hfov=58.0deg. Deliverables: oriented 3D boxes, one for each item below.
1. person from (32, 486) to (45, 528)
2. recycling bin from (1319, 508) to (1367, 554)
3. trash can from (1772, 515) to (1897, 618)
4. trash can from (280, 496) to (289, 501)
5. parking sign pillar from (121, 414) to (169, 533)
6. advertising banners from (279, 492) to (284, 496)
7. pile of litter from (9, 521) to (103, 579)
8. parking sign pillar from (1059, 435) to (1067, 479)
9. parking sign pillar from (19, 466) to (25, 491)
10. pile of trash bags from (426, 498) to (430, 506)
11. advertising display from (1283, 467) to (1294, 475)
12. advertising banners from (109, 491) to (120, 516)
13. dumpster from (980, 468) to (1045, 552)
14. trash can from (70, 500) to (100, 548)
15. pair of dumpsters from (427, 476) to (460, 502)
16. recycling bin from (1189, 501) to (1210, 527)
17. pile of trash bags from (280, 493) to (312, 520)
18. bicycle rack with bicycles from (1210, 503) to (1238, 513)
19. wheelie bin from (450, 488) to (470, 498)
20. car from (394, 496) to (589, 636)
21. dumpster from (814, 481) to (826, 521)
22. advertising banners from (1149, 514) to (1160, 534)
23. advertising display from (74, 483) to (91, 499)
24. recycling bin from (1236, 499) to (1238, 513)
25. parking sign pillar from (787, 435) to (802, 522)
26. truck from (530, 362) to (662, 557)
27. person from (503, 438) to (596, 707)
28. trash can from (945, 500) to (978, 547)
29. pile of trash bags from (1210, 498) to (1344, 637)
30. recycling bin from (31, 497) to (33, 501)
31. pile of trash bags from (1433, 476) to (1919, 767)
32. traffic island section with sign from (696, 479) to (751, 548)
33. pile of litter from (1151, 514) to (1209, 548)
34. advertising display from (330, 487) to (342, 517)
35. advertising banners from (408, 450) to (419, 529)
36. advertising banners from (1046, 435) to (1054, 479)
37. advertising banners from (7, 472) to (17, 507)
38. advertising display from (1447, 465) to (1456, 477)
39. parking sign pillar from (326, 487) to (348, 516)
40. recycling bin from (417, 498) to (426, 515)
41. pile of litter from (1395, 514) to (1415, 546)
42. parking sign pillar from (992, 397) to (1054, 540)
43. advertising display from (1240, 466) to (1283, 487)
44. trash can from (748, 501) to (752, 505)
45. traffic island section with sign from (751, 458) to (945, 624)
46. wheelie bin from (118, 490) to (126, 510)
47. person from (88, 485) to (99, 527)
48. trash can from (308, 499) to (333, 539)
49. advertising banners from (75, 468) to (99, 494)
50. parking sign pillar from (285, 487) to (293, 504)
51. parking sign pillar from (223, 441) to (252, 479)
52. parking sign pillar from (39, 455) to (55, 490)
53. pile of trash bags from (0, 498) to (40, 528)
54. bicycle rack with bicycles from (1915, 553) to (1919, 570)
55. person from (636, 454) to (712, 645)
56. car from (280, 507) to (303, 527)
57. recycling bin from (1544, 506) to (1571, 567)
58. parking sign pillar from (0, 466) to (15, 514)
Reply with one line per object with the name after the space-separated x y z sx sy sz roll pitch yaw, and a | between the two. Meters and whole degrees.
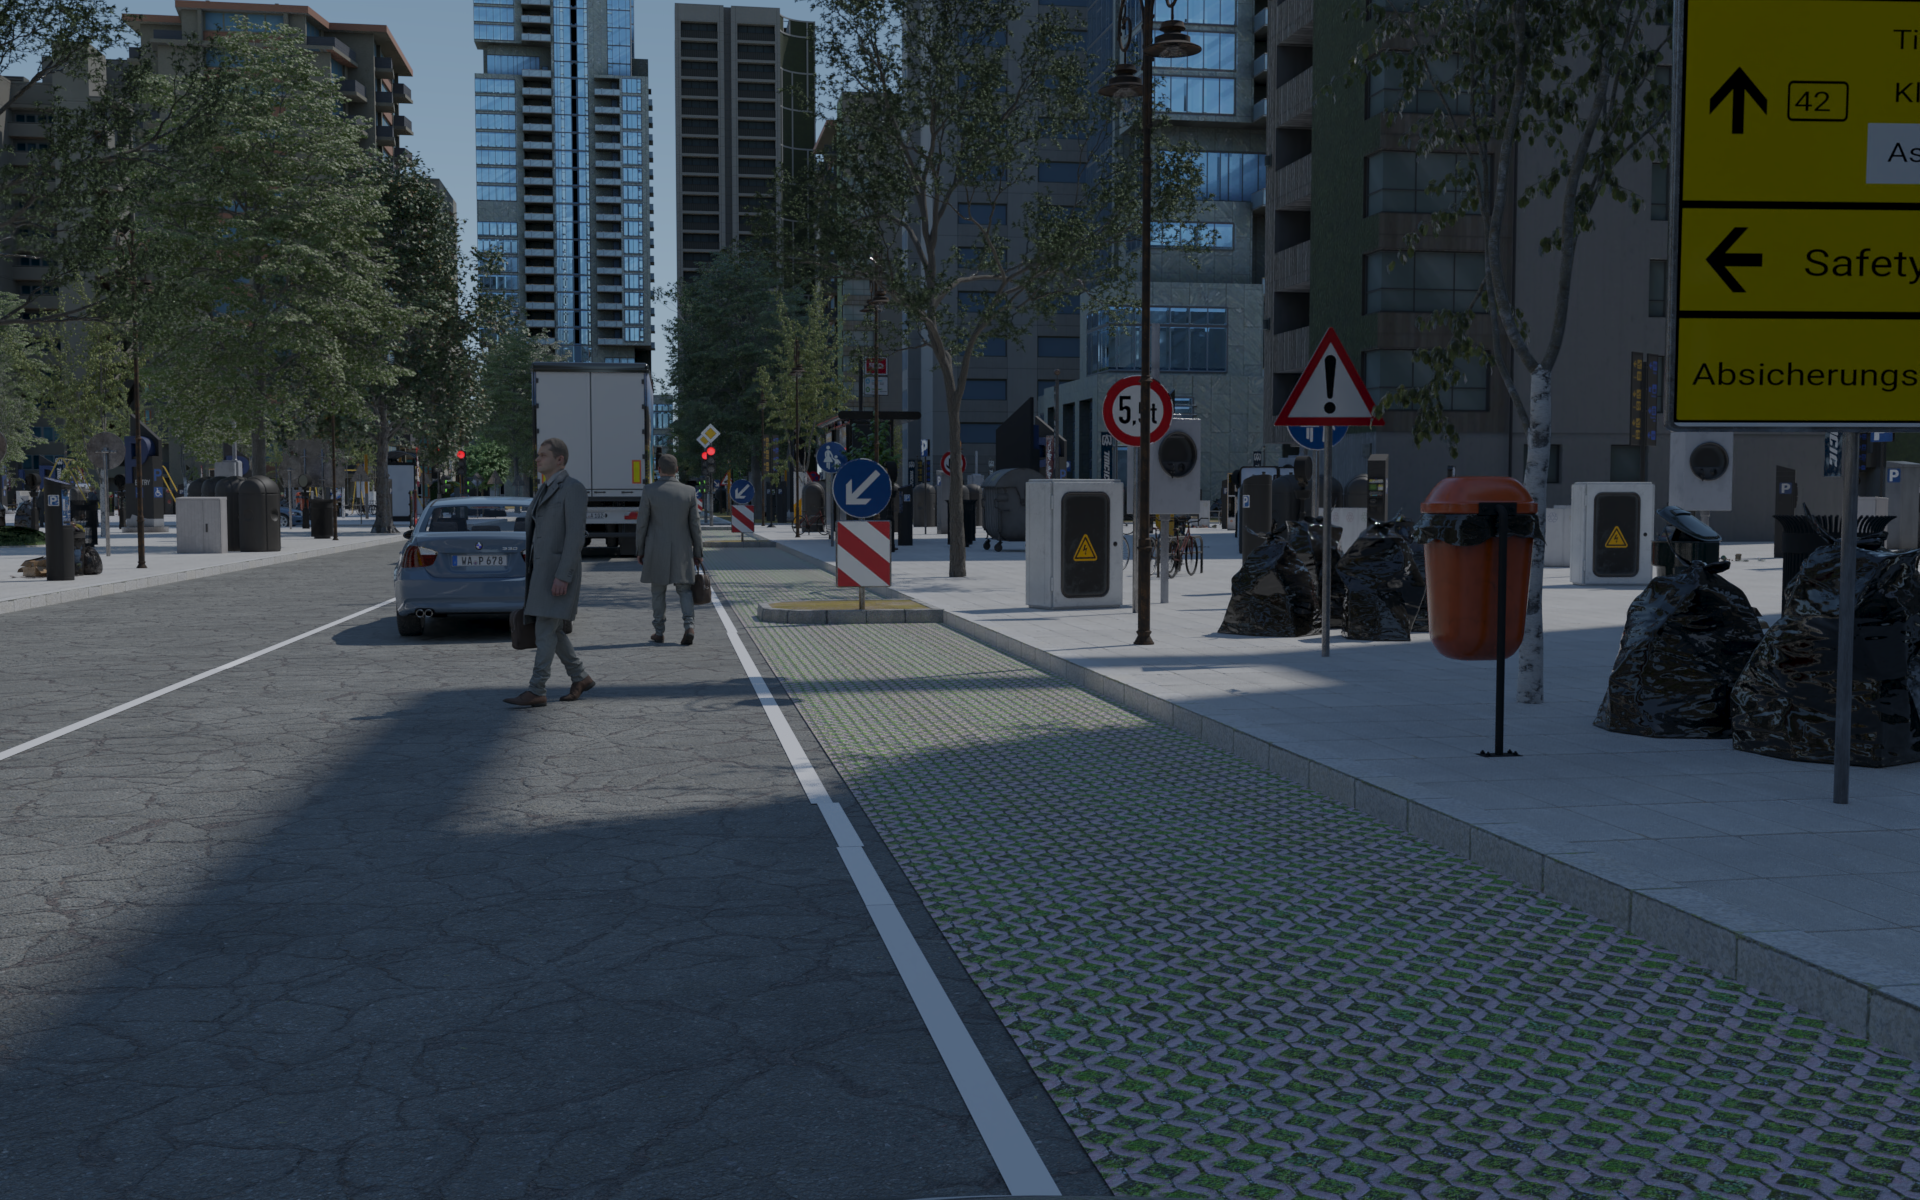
-36.362 -3.678 68.411 0.659 1.850 0.755 0 4 2 | person
7.068 -1.180 31.846 0.722 1.027 0.722 -2 4 -28 | recycling bin
5.849 0.001 11.630 0.748 1.137 0.748 0 3 0 | trash can
-45.132 -6.362 115.664 0.748 1.137 0.748 0 3 0 | trash can
-27.292 -4.247 57.911 1.447 3.967 1.447 2 4 24 | parking sign pillar
-52.772 -8.559 136.135 0.090 3.025 2.074 1 4 21 | advertising banners
-14.176 -0.804 27.105 1.176 0.858 1.719 1 4 19 | pile of litter
3.029 -4.340 59.433 1.447 3.967 1.447 3 5 42 | parking sign pillar
-74.447 -9.101 137.278 1.447 3.967 1.447 -1 4 -19 | parking sign pillar
-37.809 -6.750 120.118 3.447 1.369 1.912 -1 4 -13 | pile of trash bags
7.647 -2.173 40.743 0.974 1.923 0.123 -1 4 -11 | advertising display
-49.069 -6.424 101.217 0.090 3.025 2.074 1 4 20 | advertising banners
1.235 -2.036 39.050 1.264 1.857 1.865 -1 4 -10 | dumpster
-21.031 -1.829 41.551 0.748 1.137 0.748 0 3 0 | trash can
-26.499 -5.314 89.376 1.574 2.255 4.437 -1 4 -10 | pair of dumpsters
9.288 -3.353 67.373 0.722 1.027 0.722 0 4 -5 | recycling bin
-38.595 -5.381 97.732 3.447 1.369 1.912 -3 5 -45 | pile of trash bags
11.317 -3.507 70.722 2.852 0.926 2.925 -1 4 -10 | bicycle rack with bicycles
-24.482 -4.709 84.897 0.980 1.594 0.693 -1 4 -18 | wheelie bin
-5.090 -0.423 18.920 2.014 1.417 4.499 -1 4 -11 | car
-6.397 -4.413 77.908 1.264 1.857 1.865 -1 4 -10 | dumpster
6.611 -3.645 55.779 0.090 3.025 2.074 -3 5 -44 | advertising banners
-49.497 -5.659 97.738 0.123 1.923 0.974 2 4 30 | advertising display
12.893 -4.254 82.100 0.722 1.027 0.722 2 4 23 | recycling bin
-7.683 -5.570 79.548 1.447 3.967 1.447 -1 4 -12 | parking sign pillar
-8.762 -3.273 42.430 2.839 4.237 11.283 -1 4 -9 | truck
-2.802 -0.195 11.790 0.767 1.812 0.694 -3 4 -37 | person
-0.001 -1.848 41.867 0.748 1.137 0.748 0 3 0 | trash can
4.059 -0.421 16.637 1.912 1.369 3.447 3 5 41 | pile of trash bags
-70.117 -7.223 130.649 0.722 1.027 0.722 -1 4 -11 | recycling bin
3.994 0.051 8.927 3.447 1.369 1.912 -1 4 -10 | pile of trash bags
-6.044 -2.345 46.965 1.989 1.847 2.006 -1 4 -10 | traffic island section with sign
5.207 -1.717 42.035 1.176 0.858 1.719 -3 5 -40 | pile of litter
-34.895 -5.609 96.917 0.974 1.923 0.123 2 4 31 | advertising display
-20.177 -4.152 64.074 0.090 3.025 2.074 0 4 -7 | advertising banners
2.363 -3.432 52.300 0.090 3.025 2.074 -2 4 -23 | advertising banners
-75.653 -8.740 139.087 2.074 3.025 0.090 -1 4 -19 | advertising banners
11.200 -2.097 39.500 0.123 1.923 0.974 1 4 20 | advertising display
-35.956 -6.790 99.489 1.447 3.967 1.447 -3 5 -44 | parking sign pillar
-32.911 -5.684 105.482 0.722 1.027 0.722 -1 4 -10 | recycling bin
9.739 -1.405 36.942 1.176 0.858 1.719 3 4 39 | pile of litter
1.620 -3.686 48.733 1.447 3.967 1.447 3 5 43 | parking sign pillar
6.887 -2.117 39.833 0.974 1.923 0.123 3 4 36 | advertising display
-10.609 -4.747 89.272 0.748 1.137 0.748 0 3 0 | trash can
-1.313 -0.690 19.902 1.989 1.847 2.006 -1 4 -10 | traffic island section with sign
-41.097 -4.748 85.538 0.980 1.594 0.693 0 4 5 | wheelie bin
-34.290 -3.641 68.455 0.576 1.772 0.534 1 4 16 | person
-18.316 -2.328 49.710 0.748 1.137 0.748 0 3 0 | trash can
-57.724 -7.280 115.220 2.074 3.025 0.090 -3 5 -44 | advertising banners
-45.949 -8.025 119.685 1.447 3.967 1.447 -1 4 -23 | parking sign pillar
-36.725 -6.092 88.084 1.447 3.967 1.447 3 5 43 | parking sign pillar
-62.083 -7.931 118.143 1.447 3.967 1.447 -1 4 -13 | parking sign pillar
-35.906 -3.325 64.112 3.447 1.369 1.912 -1 4 -12 | pile of trash bags
12.848 -0.415 20.162 2.852 0.926 2.925 1 4 10 | bicycle rack with bicycles
-2.761 -0.488 16.586 0.694 1.812 0.767 -1 4 -20 | person
-29.096 -3.585 70.625 4.499 1.417 2.014 -1 4 -10 | car
10.703 -1.105 30.616 0.722 1.027 0.722 2 4 25 | recycling bin
-61.279 -7.471 110.625 1.447 3.967 1.447 -1 4 -15 | parking sign pillar
